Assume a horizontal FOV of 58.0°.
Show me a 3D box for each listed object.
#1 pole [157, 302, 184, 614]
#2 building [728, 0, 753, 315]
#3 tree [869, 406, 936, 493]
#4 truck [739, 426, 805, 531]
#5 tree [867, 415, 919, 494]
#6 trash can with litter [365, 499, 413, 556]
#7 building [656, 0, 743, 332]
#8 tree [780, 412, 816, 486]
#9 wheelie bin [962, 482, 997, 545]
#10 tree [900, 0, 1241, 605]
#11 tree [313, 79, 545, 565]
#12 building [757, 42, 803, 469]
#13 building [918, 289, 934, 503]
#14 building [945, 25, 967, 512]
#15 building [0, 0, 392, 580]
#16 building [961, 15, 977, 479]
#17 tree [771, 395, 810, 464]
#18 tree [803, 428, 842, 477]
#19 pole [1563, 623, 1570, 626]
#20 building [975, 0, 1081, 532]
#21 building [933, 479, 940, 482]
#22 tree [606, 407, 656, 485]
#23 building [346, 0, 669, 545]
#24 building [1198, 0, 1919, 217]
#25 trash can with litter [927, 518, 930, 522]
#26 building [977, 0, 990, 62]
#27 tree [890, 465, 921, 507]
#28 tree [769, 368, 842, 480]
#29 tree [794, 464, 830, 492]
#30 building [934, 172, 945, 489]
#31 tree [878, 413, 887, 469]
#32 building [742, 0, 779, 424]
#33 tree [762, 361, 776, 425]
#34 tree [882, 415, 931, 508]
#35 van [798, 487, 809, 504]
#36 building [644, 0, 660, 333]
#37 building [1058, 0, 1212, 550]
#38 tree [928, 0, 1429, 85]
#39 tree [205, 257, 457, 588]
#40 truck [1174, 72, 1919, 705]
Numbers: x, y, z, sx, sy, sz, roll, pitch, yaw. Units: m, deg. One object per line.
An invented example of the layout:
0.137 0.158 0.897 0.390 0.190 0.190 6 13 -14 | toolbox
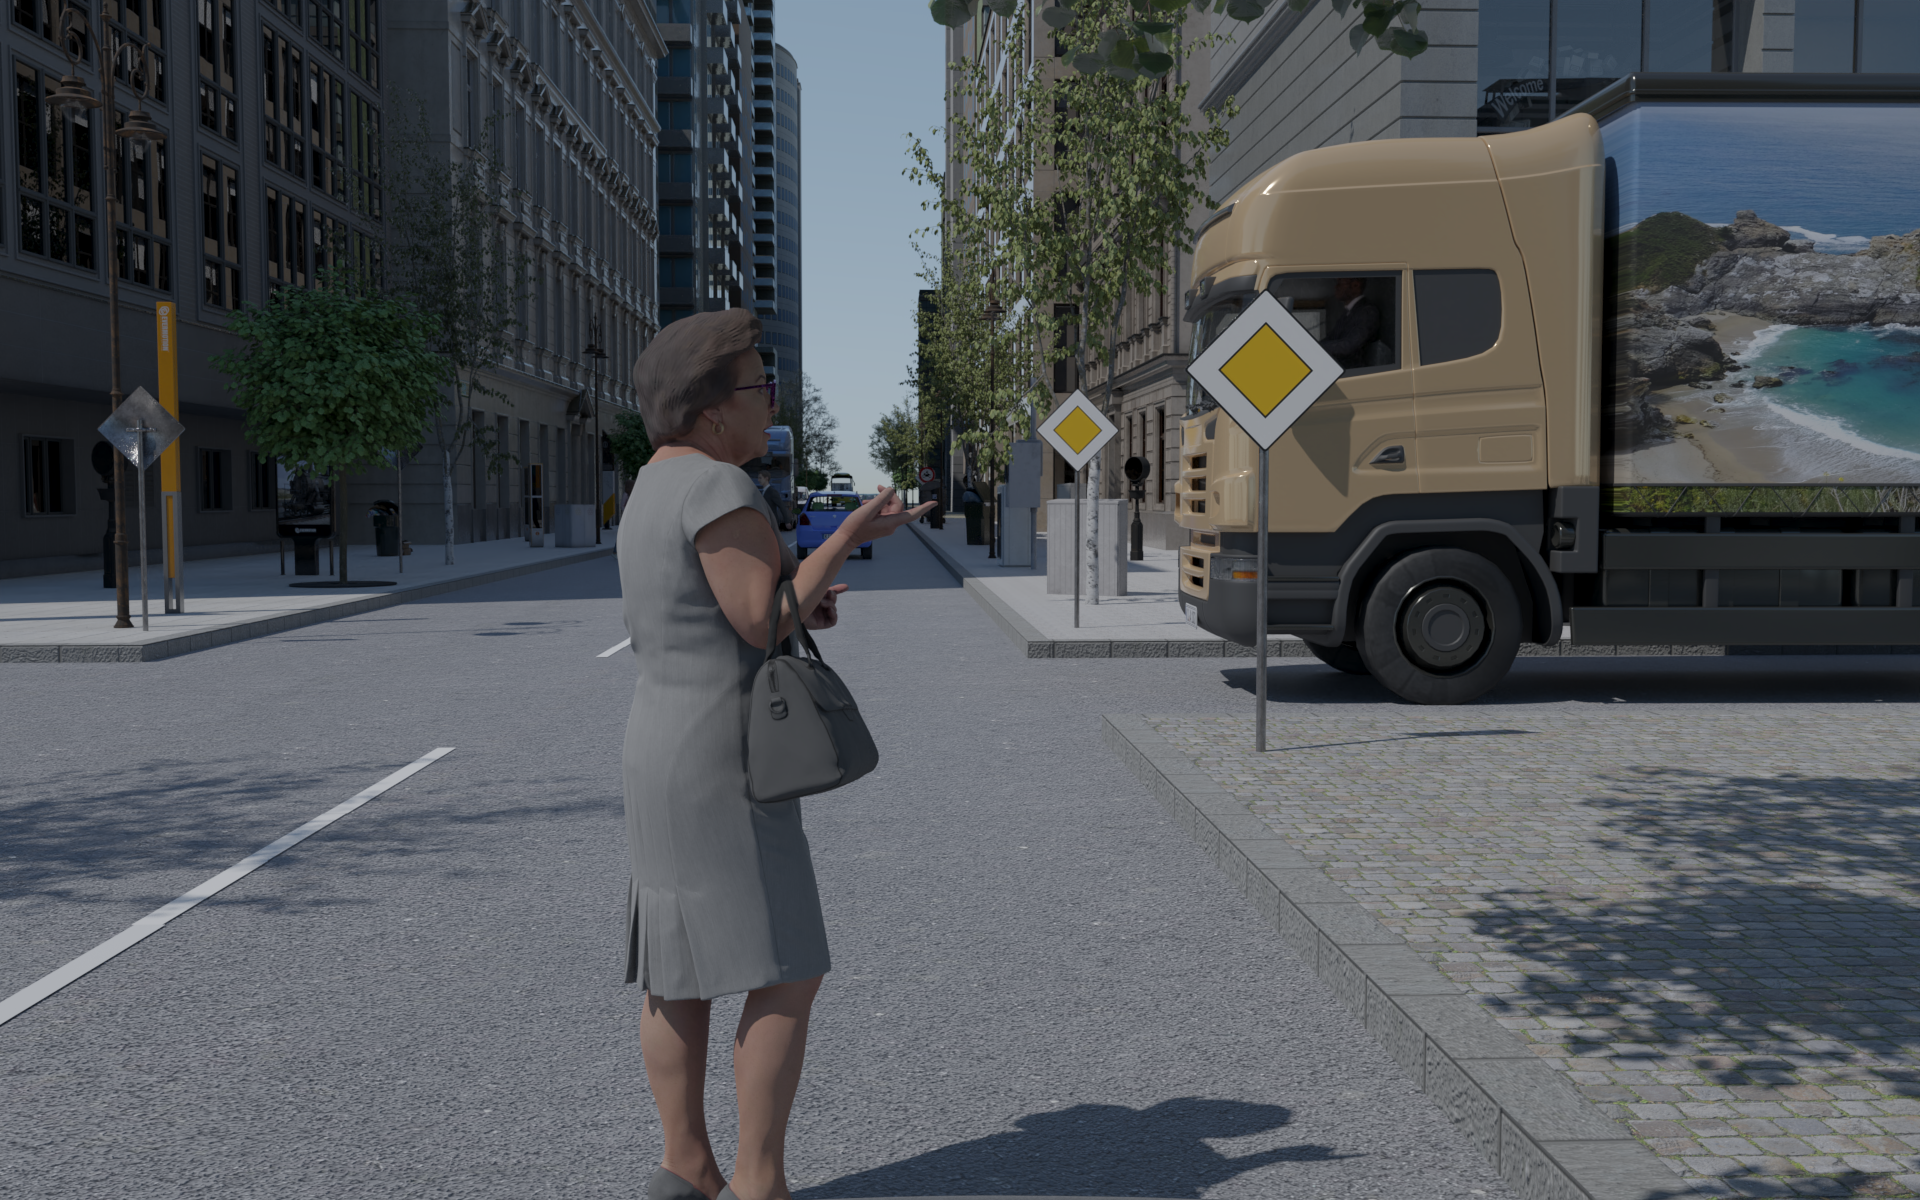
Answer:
-8.447 -1.510 18.528 0.158 3.312 0.155 0 3 0 | pole
-25.588 -30.675 151.651 14.600 45.320 14.200 0 4 -3 | building
-6.147 -15.258 183.887 7.601 10.594 8.767 -1 4 -20 | tree
-8.093 -5.161 74.139 2.967 4.110 18.799 0 4 -3 | truck
-8.653 -18.497 228.176 9.928 11.665 9.643 0 3 0 | tree
-11.821 -1.502 35.949 0.624 1.170 1.055 0 4 7 | trash can with litter
-28.019 -31.162 129.111 23.786 49.044 30.456 0 4 -3 | building
-14.854 -12.404 153.168 4.360 8.622 3.978 0 3 0 | tree
0.472 -2.188 43.682 0.693 1.594 0.980 2 4 33 | wheelie bin
1.476 -4.264 20.081 4.737 8.622 4.395 0 3 0 | tree
-9.297 -4.929 30.950 4.360 8.622 3.978 0 3 0 | tree
-31.395 -41.606 222.252 21.231 58.520 28.212 0 4 -3 | building
1.069 -28.915 244.458 14.160 30.474 14.107 0 4 -3 | building
9.322 -36.343 136.213 21.231 58.520 28.212 0 4 -3 | building
-19.915 -14.432 29.469 14.314 27.812 24.014 0 4 -3 | building
7.468 -28.454 115.338 14.600 45.320 14.200 0 4 -3 | building
-13.611 -10.887 128.372 4.737 8.622 4.395 0 3 0 | tree
-20.144 -19.036 245.656 7.601 10.594 8.767 -3 5 -44 | tree
5.944 -1.402 16.774 0.158 3.312 0.155 0 3 0 | pole
11.226 -16.546 75.037 19.350 26.468 34.151 0 4 -3 | building
11.936 -32.646 225.638 32.217 40.220 23.993 0 4 -3 | building
-10.009 -4.478 56.929 4.285 4.588 4.351 0 3 0 | tree
-21.584 -17.582 63.885 17.030 29.872 44.131 0 4 -3 | building
19.235 -15.095 24.293 29.804 29.767 11.434 0 4 -3 | building
-1.170 -4.131 78.935 0.624 1.170 1.055 -1 4 -19 | trash can with litter
7.903 -25.551 101.351 14.154 41.232 14.086 0 4 -3 | building
-5.371 -11.700 175.004 4.285 4.588 4.351 0 3 0 | tree
-16.101 -15.721 167.414 12.009 13.543 11.850 0 3 0 | tree
-17.416 -13.977 212.235 4.285 4.588 4.351 0 3 0 | tree
5.223 -23.628 158.019 14.160 30.474 14.107 0 4 -3 | building
0.410 -5.913 47.036 4.737 8.622 4.395 0 3 0 | tree
-30.261 -53.730 191.161 22.319 86.520 31.000 0 4 -3 | building
-11.797 -8.440 88.359 4.360 8.622 3.978 0 3 0 | tree
-4.798 -12.443 153.811 4.360 8.622 3.978 0 3 0 | tree
-9.205 -5.506 97.029 2.013 2.044 4.112 0 4 -3 | van
-30.884 -25.086 102.041 32.217 40.220 23.993 0 4 -3 | building
8.961 -11.224 48.139 10.561 19.102 19.286 0 4 -3 | building
2.481 -5.839 2.119 9.857 13.997 8.962 0 3 0 | tree
-8.708 -2.471 24.116 4.285 4.588 4.351 0 3 0 | tree
6.662 -1.460 12.792 11.283 4.237 2.839 0 4 -1 | truck
